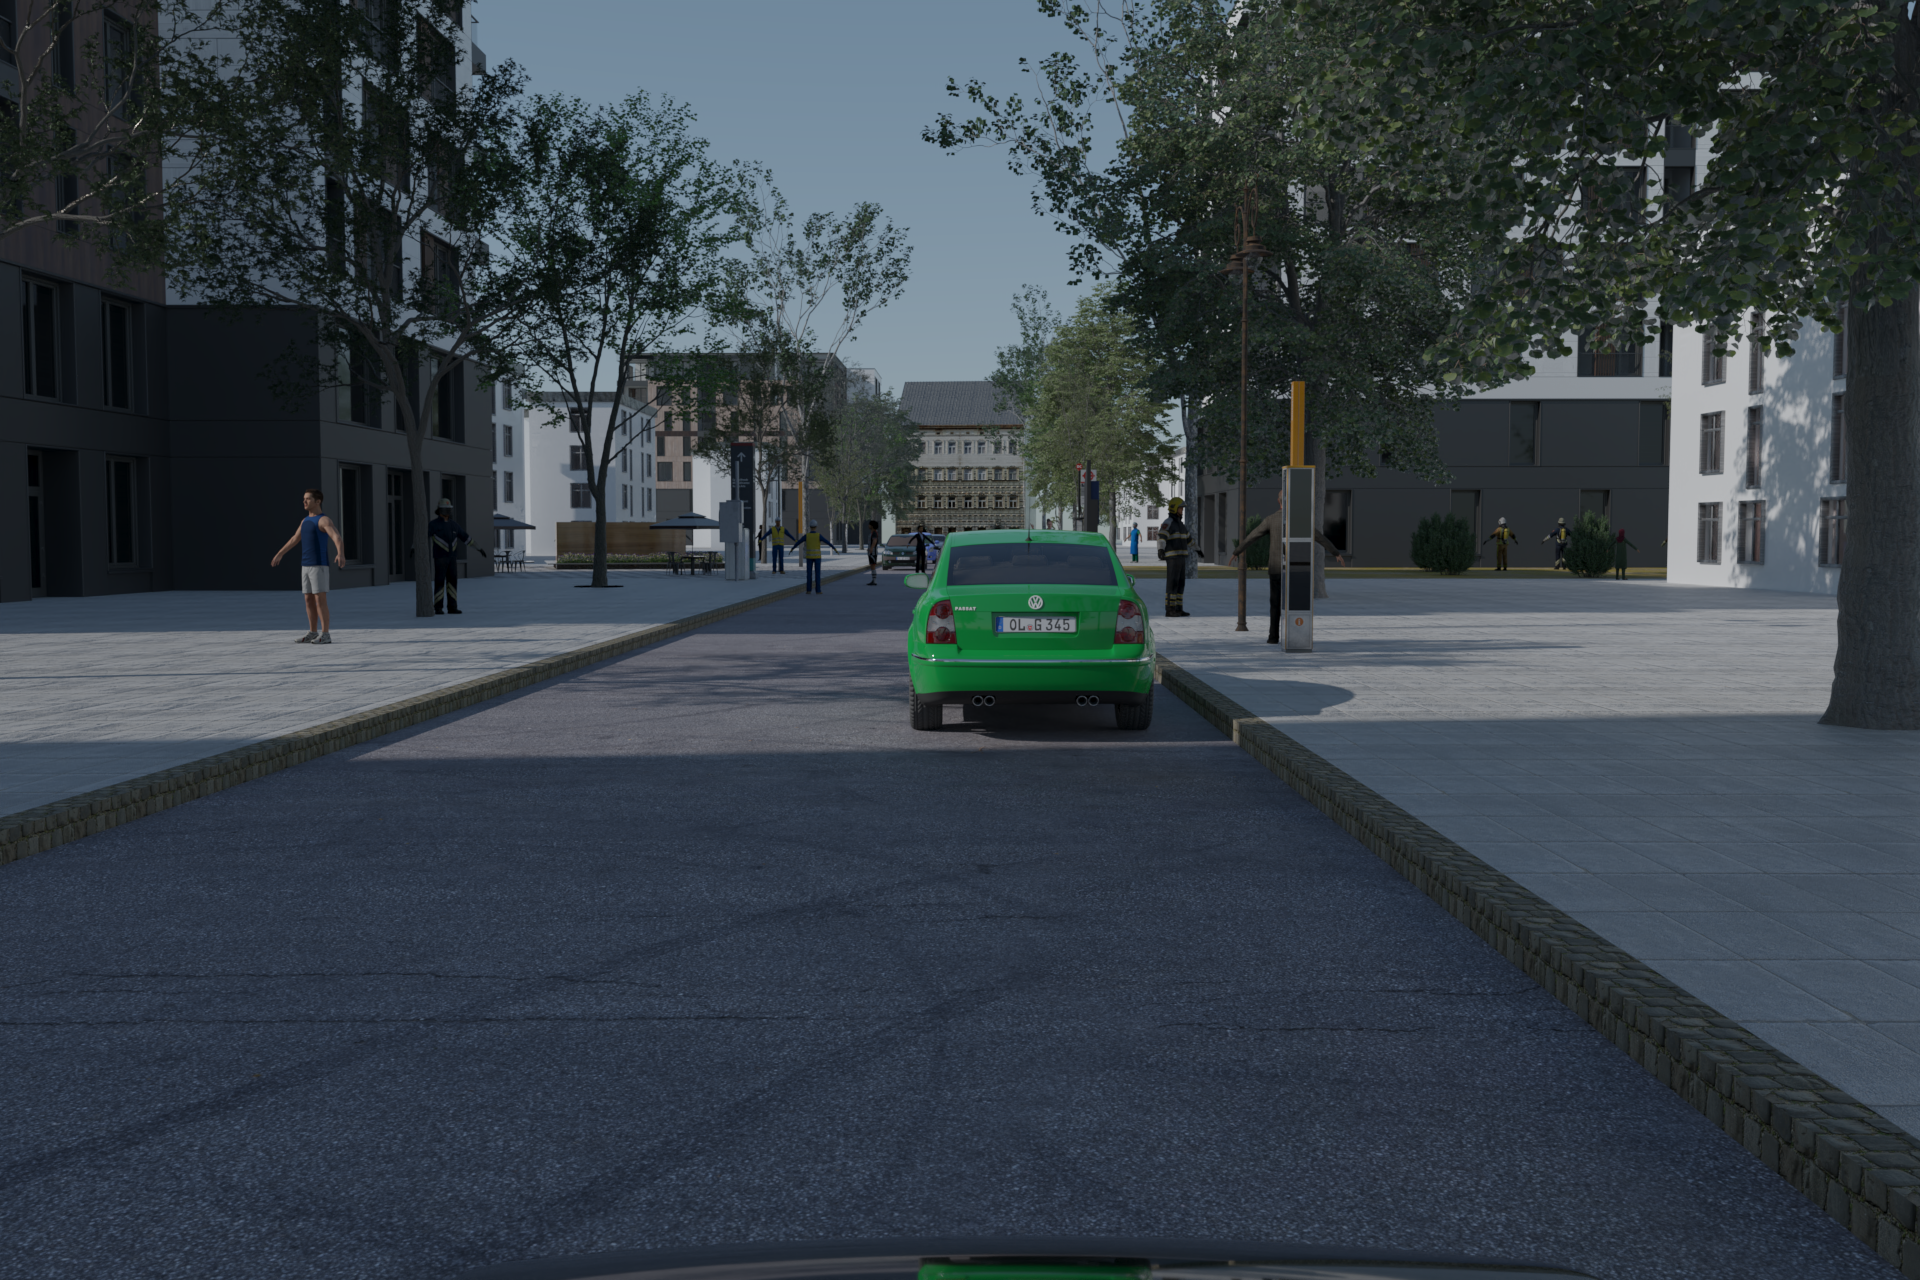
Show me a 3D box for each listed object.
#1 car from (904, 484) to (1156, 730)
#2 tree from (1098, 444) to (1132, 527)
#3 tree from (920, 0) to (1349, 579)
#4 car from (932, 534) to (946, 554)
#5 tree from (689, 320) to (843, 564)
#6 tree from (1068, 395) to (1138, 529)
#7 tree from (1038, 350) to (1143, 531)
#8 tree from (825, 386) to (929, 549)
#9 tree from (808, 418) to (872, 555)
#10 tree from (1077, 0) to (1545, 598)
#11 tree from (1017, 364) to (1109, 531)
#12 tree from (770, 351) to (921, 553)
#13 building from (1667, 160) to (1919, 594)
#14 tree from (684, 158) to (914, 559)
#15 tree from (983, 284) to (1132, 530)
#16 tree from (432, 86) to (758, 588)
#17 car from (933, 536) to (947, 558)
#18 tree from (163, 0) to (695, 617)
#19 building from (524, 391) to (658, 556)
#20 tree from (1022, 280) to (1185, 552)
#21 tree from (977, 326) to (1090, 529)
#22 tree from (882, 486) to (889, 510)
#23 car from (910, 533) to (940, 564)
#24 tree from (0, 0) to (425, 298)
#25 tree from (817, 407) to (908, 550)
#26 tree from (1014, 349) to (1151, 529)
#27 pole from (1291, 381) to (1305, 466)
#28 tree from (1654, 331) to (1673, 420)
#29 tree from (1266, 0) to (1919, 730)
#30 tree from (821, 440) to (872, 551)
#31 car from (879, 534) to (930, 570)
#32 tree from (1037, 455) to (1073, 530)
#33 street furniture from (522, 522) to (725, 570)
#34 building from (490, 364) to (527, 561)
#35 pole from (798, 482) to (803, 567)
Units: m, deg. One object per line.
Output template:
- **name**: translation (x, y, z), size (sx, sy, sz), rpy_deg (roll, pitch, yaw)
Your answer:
- **car**: translation (0.509, -0.320, 14.028), size (1.959, 1.807, 4.718), rpy_deg (0, 4, 0)
- **tree**: translation (22.237, -20.457, 241.120), size (9.857, 13.997, 8.962), rpy_deg (0, 3, 0)
- **tree**: translation (5.679, -11.886, 50.231), size (12.611, 20.169, 13.585), rpy_deg (0, 3, 0)
- **car**: translation (-1.568, -6.000, 110.097), size (2.014, 1.417, 4.499), rpy_deg (0, 4, 0)
- **tree**: translation (-8.216, -8.588, 74.824), size (7.601, 10.594, 8.767), rpy_deg (-3, 5, -45)
- **tree**: translation (6.574, -8.396, 87.629), size (4.360, 8.622, 3.978), rpy_deg (0, 3, 0)
- **tree**: translation (4.864, -7.276, 69.332), size (4.360, 8.622, 3.978), rpy_deg (0, 3, 0)
- **tree**: translation (-7.494, -14.788, 148.439), size (9.857, 13.997, 8.962), rpy_deg (0, 3, 0)
- **tree**: translation (-7.813, -9.410, 104.212), size (4.360, 8.622, 3.978), rpy_deg (0, 3, 0)
- **tree**: translation (7.090, -7.822, 34.549), size (9.857, 13.997, 8.962), rpy_deg (0, 3, 0)
- **tree**: translation (7.162, -11.864, 112.107), size (7.486, 12.596, 7.792), rpy_deg (0, 3, 0)
- **tree**: translation (-7.839, -12.601, 116.401), size (12.009, 13.543, 11.850), rpy_deg (0, 3, 0)
- **building**: translation (23.070, -5.476, 31.683), size (9.099, 9.664, 28.070), rpy_deg (0, 4, 0)
- **tree**: translation (-9.532, -14.312, 89.894), size (12.611, 20.169, 13.585), rpy_deg (0, 3, 0)
- **tree**: translation (6.307, -16.981, 133.533), size (12.611, 20.169, 13.585), rpy_deg (0, 3, 0)
- **tree**: translation (-8.654, -7.057, 41.145), size (9.928, 11.665, 9.643), rpy_deg (0, 3, 0)
- **car**: translation (0.150, -2.758, 54.874), size (2.009, 1.686, 4.222), rpy_deg (0, 4, 0)
- **tree**: translation (-8.311, -5.655, 26.879), size (8.767, 10.594, 7.601), rpy_deg (0, 4, -7)
- **building**: translation (-24.792, -10.635, 116.029), size (9.099, 9.664, 28.070), rpy_deg (0, 4, 0)
- **tree**: translation (6.516, -9.778, 77.993), size (7.486, 12.596, 7.792), rpy_deg (0, 3, 0)
- **tree**: translation (7.678, -18.368, 156.204), size (12.611, 20.169, 13.585), rpy_deg (0, 3, 0)
- **tree**: translation (-11.240, -18.190, 247.760), size (4.360, 8.622, 3.978), rpy_deg (0, 3, 0)
- **car**: translation (-1.946, -4.557, 84.102), size (1.945, 1.707, 3.694), rpy_deg (0, 4, 0)
- **tree**: translation (-9.105, -4.944, 15.244), size (8.767, 10.594, 7.601), rpy_deg (-2, 4, -33)
- **tree**: translation (-7.851, -13.057, 139.240), size (9.928, 11.665, 9.643), rpy_deg (0, 3, 0)
- **tree**: translation (6.855, -10.453, 96.669), size (9.928, 11.665, 9.643), rpy_deg (0, 3, 0)
- **pole**: translation (4.524, -1.800, 23.275), size (0.158, 3.312, 0.155), rpy_deg (0, 3, 0)
- **tree**: translation (25.180, -6.614, 58.506), size (4.360, 8.622, 3.978), rpy_deg (0, 3, 0)
- **tree**: translation (6.124, -6.390, 11.125), size (9.857, 13.997, 8.962), rpy_deg (0, 3, 0)
- **tree**: translation (-8.361, -10.833, 127.474), size (4.360, 8.622, 3.978), rpy_deg (0, 3, 0)
- **car**: translation (-2.207, -3.663, 69.676), size (2.009, 1.686, 4.222), rpy_deg (0, 4, 1)
- **tree**: translation (7.133, -10.473, 121.593), size (4.737, 8.622, 4.395), rpy_deg (0, 3, 0)
- **street furniture**: translation (-11.755, -3.575, 65.309), size (11.010, 1.723, 9.812), rpy_deg (-1, 4, -14)
- **building**: translation (-26.153, -8.817, 86.303), size (9.099, 9.664, 28.070), rpy_deg (0, 4, 1)
- **pole**: translation (-6.208, -4.508, 67.543), size (0.158, 3.312, 0.155), rpy_deg (0, 3, 0)
